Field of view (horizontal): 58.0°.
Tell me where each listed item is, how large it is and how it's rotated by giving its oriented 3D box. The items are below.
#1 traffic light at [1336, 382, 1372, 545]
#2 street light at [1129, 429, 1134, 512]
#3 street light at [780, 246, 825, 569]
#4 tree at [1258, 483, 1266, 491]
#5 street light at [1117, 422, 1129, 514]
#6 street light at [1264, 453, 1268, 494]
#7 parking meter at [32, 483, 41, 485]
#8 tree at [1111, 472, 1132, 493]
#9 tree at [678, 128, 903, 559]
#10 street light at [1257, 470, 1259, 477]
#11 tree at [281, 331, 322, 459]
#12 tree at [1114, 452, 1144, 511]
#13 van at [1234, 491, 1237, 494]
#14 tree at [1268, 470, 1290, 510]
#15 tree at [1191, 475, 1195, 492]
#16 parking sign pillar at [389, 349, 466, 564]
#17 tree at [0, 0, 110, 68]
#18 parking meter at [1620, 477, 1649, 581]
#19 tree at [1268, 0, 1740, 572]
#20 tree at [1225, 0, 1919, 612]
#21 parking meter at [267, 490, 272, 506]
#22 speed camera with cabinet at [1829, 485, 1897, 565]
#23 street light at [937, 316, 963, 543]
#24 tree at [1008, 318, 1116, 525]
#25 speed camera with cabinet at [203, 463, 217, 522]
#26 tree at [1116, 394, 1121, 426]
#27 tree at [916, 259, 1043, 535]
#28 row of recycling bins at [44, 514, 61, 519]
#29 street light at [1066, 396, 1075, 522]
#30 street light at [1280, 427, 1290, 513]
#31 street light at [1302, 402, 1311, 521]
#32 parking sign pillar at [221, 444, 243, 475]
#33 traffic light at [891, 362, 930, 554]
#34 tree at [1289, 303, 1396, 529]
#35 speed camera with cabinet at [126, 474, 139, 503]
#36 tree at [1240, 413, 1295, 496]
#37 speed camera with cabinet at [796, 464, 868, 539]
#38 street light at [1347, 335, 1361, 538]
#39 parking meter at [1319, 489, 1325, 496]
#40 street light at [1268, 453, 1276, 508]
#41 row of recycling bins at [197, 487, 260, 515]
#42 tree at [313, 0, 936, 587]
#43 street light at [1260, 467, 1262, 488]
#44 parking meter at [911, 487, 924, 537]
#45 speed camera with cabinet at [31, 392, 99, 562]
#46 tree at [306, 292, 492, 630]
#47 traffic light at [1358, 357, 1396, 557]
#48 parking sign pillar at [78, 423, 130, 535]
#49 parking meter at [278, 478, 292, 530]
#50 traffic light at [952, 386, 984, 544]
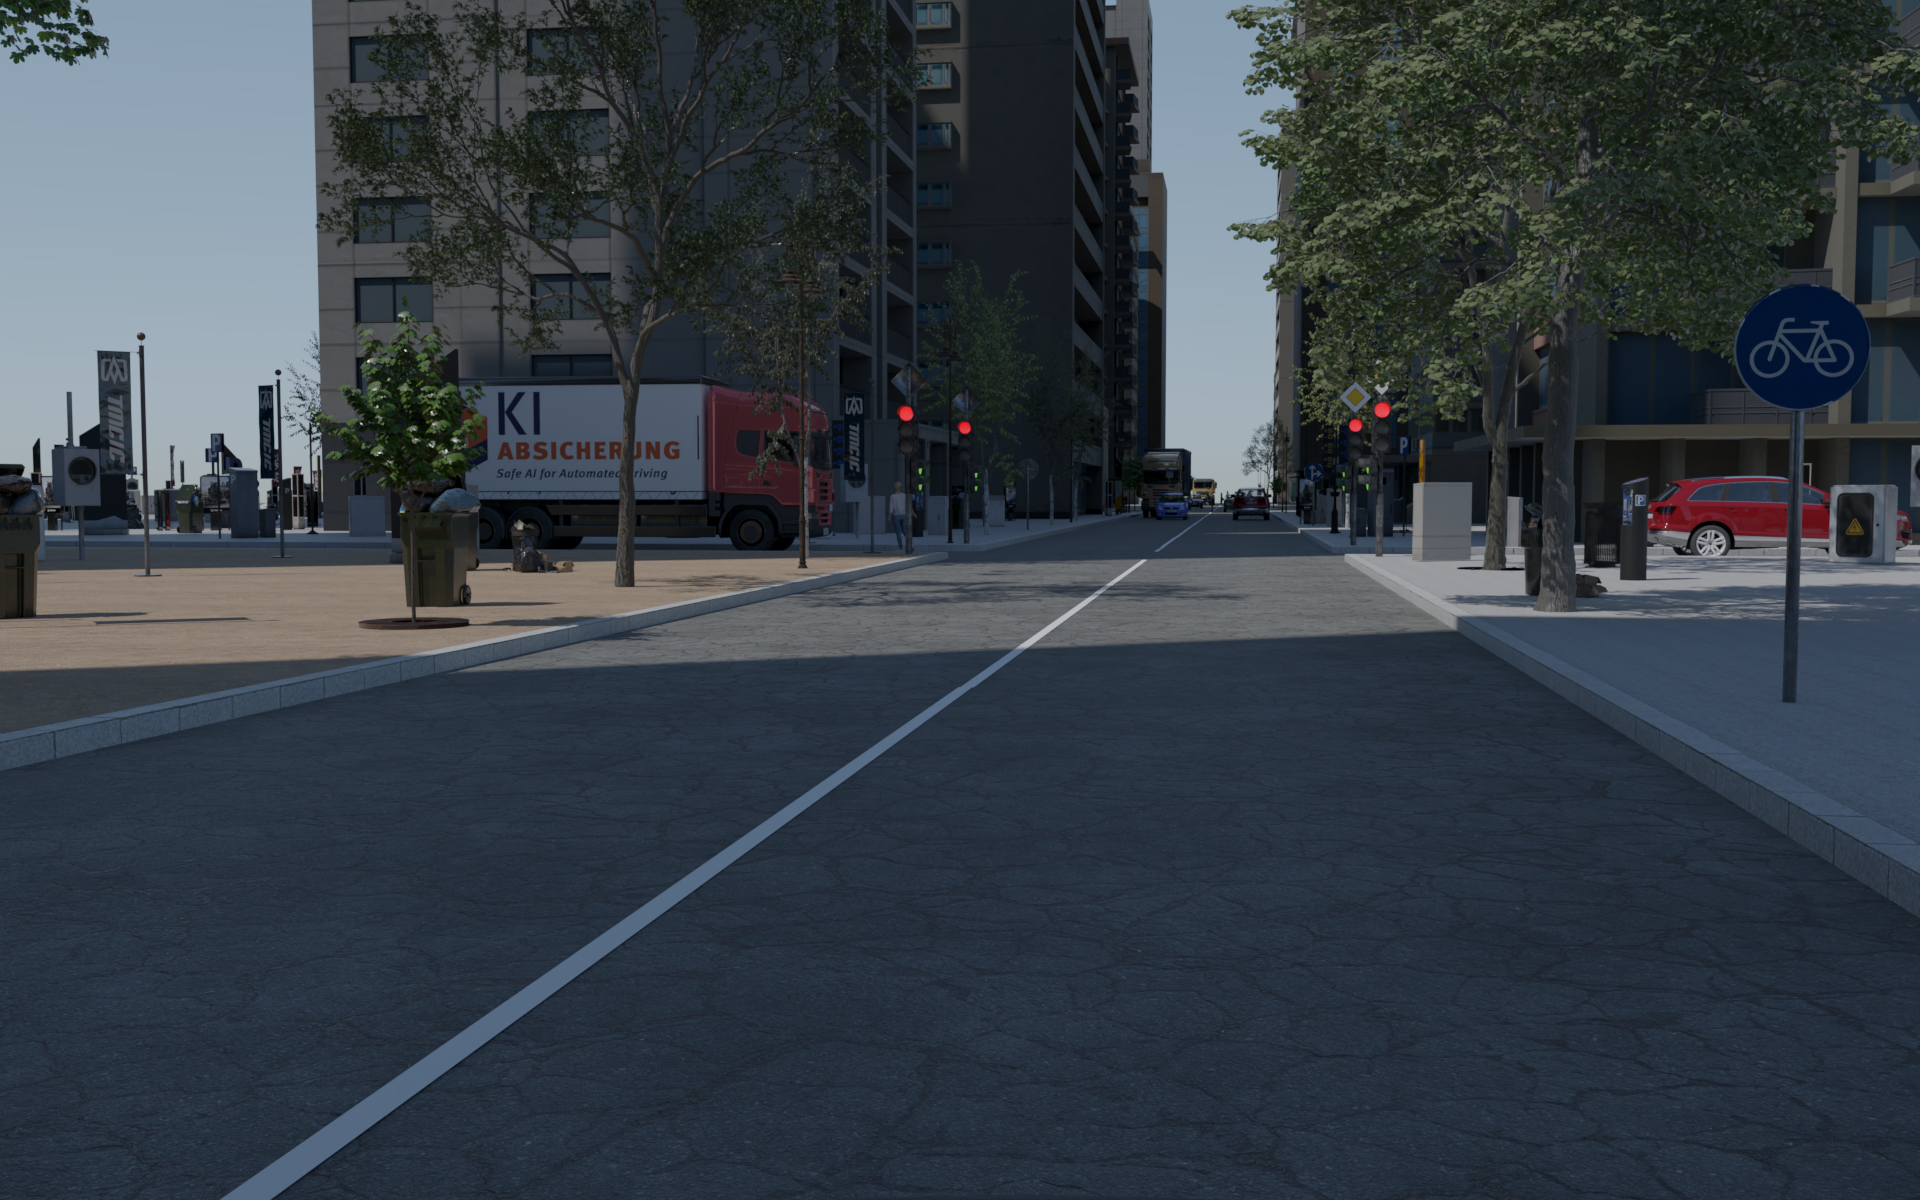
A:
[{"bbox_3d":[9.828,-3.323,43.252,0.839,4.253,0.868,1,4,9],"label":"traffic light"},{"bbox_3d":[11.828,-9.046,120.691,0.468,5.910,1.993,1,4,9],"label":"street light"},{"bbox_3d":[-2.715,-3.481,29.703,0.468,5.910,1.993,1,4,9],"label":"street light"},{"bbox_3d":[47.079,-16.967,272.007,1.663,3.219,1.824,0,3,0],"label":"tree"},{"bbox_3d":[10.357,-8.471,111.281,0.468,5.910,1.993,1,4,9],"label":"street light"},{"bbox_3d":[34.036,-13.407,191.991,0.468,5.910,1.993,1,4,9],"label":"street light"},{"bbox_3d":[-20.732,-1.853,38.701,0.372,1.533,0.369,0,3,0],"label":"parking meter"},{"bbox_3d":[11.969,-8.178,128.308,1.663,3.219,1.824,0,3,0],"label":"tree"},{"bbox_3d":[-3.309,-5.122,34.107,4.360,8.622,3.978,0,3,0],"label":"tree"},{"bbox_3d":[41.967,-16.450,241.736,0.468,5.910,1.993,1,4,9],"label":"street light"},{"bbox_3d":[-27.780,-7.751,77.099,4.737,8.622,4.395,0,3,0],"label":"tree"},{"bbox_3d":[13.564,-9.162,133.518,4.285,4.588,4.351,0,3,0],"label":"tree"},{"bbox_3d":[41.414,-15.309,257.314,2.013,2.044,4.112,1,4,9],"label":"van"},{"bbox_3d":[29.678,-10.148,160.524,1.663,3.219,1.824,0,3,0],"label":"tree"},{"bbox_3d":[36.146,-17.867,275.837,4.285,4.588,4.351,0,3,0],"label":"tree"},{"bbox_3d":[-9.967,-2.689,32.431,1.447,3.967,1.447,0,4,4],"label":"parking sign pillar"},{"bbox_3d":[-6.679,-5.057,8.436,9.928,11.665,9.643,0,3,0],"label":"tree"},{"bbox_3d":[10.034,-1.062,25.774,0.372,1.533,0.369,0,3,0],"label":"parking meter"},{"bbox_3d":[8.981,-6.297,28.715,9.928,11.665,9.643,0,3,0],"label":"tree"},{"bbox_3d":[6.915,-6.133,18.399,7.486,12.596,7.792,0,3,0],"label":"tree"},{"bbox_3d":[-39.910,-5.615,100.214,0.372,1.533,0.369,0,3,0],"label":"parking meter"},{"bbox_3d":[16.949,-2.266,31.388,0.660,3.252,2.038,-3,5,-42],"label":"speed camera with cabinet"},{"bbox_3d":[-0.256,-4.422,45.090,0.468,5.910,1.993,1,4,9],"label":"street light"},{"bbox_3d":[3.883,-7.430,71.838,4.360,8.622,3.978,0,3,0],"label":"tree"},{"bbox_3d":[-34.167,-5.172,78.893,0.660,3.252,2.038,-1,4,-22],"label":"speed camera with cabinet"},{"bbox_3d":[5.647,-8.143,83.498,4.360,8.622,3.978,0,3,0],"label":"tree"},{"bbox_3d":[0.712,-6.321,53.712,4.737,8.622,4.395,0,3,0],"label":"tree"},{"bbox_3d":[-46.338,-5.051,89.701,1.069,1.692,3.534,3,5,41],"label":"row of recycling bins"},{"bbox_3d":[5.032,-6.451,78.267,0.468,5.910,1.993,1,4,9],"label":"street light"},{"bbox_3d":[23.358,-9.327,125.290,0.468,5.910,1.993,1,4,9],"label":"street light"},{"bbox_3d":[16.643,-6.763,83.365,0.468,5.910,1.993,1,4,9],"label":"street light"},{"bbox_3d":[-38.436,-6.305,91.564,1.447,3.967,1.447,1,4,13],"label":"parking sign pillar"},{"bbox_3d":[-1.074,-2.934,36.886,0.839,4.253,0.868,1,4,9],"label":"traffic light"},{"bbox_3d":[14.284,-6.941,63.843,4.737,8.622,4.395,0,3,0],"label":"tree"},{"bbox_3d":[-49.046,-6.525,101.017,2.038,3.252,0.660,-2,4,-28],"label":"speed camera with cabinet"},{"bbox_3d":[35.814,-16.239,199.918,7.601,10.594,8.767,1,4,23],"label":"tree"},{"bbox_3d":[-3.696,-3.388,49.730,2.038,3.252,0.660,-1,4,-20],"label":"speed camera with cabinet"},{"bbox_3d":[11.430,-4.743,50.333,0.468,5.910,1.993,1,4,9],"label":"street light"},{"bbox_3d":[17.489,-4.598,83.588,0.372,1.533,0.369,0,3,0],"label":"parking meter"},{"bbox_3d":[28.681,-11.347,158.304,0.468,5.910,1.993,1,4,9],"label":"street light"},{"bbox_3d":[-41.512,-5.569,98.169,3.534,1.692,1.069,-3,5,-42],"label":"row of recycling bins"},{"bbox_3d":[-4.637,-5.436,23.285,8.767,10.594,7.601,0,4,-4],"label":"tree"},{"bbox_3d":[36.649,-14.396,208.155,0.468,5.910,1.993,1,4,9],"label":"street light"},{"bbox_3d":[-1.278,-2.642,51.603,0.372,1.533,0.369,0,3,0],"label":"parking meter"},{"bbox_3d":[-17.467,-2.356,32.856,0.660,3.252,2.038,3,4,38],"label":"speed camera with cabinet"},{"bbox_3d":[-5.415,-1.349,16.664,1.663,3.219,1.824,0,3,0],"label":"tree"},{"bbox_3d":[8.568,-2.841,35.367,0.839,4.253,0.868,1,4,9],"label":"traffic light"},{"bbox_3d":[-26.929,-4.031,54.378,1.447,3.967,1.447,-3,4,-37],"label":"parking sign pillar"},{"bbox_3d":[-24.028,-3.423,61.674,0.255,1.863,0.399,3,4,38],"label":"parking meter"},{"bbox_3d":[0.186,-3.416,44.772,0.839,4.253,0.868,1,4,9],"label":"traffic light"}]
